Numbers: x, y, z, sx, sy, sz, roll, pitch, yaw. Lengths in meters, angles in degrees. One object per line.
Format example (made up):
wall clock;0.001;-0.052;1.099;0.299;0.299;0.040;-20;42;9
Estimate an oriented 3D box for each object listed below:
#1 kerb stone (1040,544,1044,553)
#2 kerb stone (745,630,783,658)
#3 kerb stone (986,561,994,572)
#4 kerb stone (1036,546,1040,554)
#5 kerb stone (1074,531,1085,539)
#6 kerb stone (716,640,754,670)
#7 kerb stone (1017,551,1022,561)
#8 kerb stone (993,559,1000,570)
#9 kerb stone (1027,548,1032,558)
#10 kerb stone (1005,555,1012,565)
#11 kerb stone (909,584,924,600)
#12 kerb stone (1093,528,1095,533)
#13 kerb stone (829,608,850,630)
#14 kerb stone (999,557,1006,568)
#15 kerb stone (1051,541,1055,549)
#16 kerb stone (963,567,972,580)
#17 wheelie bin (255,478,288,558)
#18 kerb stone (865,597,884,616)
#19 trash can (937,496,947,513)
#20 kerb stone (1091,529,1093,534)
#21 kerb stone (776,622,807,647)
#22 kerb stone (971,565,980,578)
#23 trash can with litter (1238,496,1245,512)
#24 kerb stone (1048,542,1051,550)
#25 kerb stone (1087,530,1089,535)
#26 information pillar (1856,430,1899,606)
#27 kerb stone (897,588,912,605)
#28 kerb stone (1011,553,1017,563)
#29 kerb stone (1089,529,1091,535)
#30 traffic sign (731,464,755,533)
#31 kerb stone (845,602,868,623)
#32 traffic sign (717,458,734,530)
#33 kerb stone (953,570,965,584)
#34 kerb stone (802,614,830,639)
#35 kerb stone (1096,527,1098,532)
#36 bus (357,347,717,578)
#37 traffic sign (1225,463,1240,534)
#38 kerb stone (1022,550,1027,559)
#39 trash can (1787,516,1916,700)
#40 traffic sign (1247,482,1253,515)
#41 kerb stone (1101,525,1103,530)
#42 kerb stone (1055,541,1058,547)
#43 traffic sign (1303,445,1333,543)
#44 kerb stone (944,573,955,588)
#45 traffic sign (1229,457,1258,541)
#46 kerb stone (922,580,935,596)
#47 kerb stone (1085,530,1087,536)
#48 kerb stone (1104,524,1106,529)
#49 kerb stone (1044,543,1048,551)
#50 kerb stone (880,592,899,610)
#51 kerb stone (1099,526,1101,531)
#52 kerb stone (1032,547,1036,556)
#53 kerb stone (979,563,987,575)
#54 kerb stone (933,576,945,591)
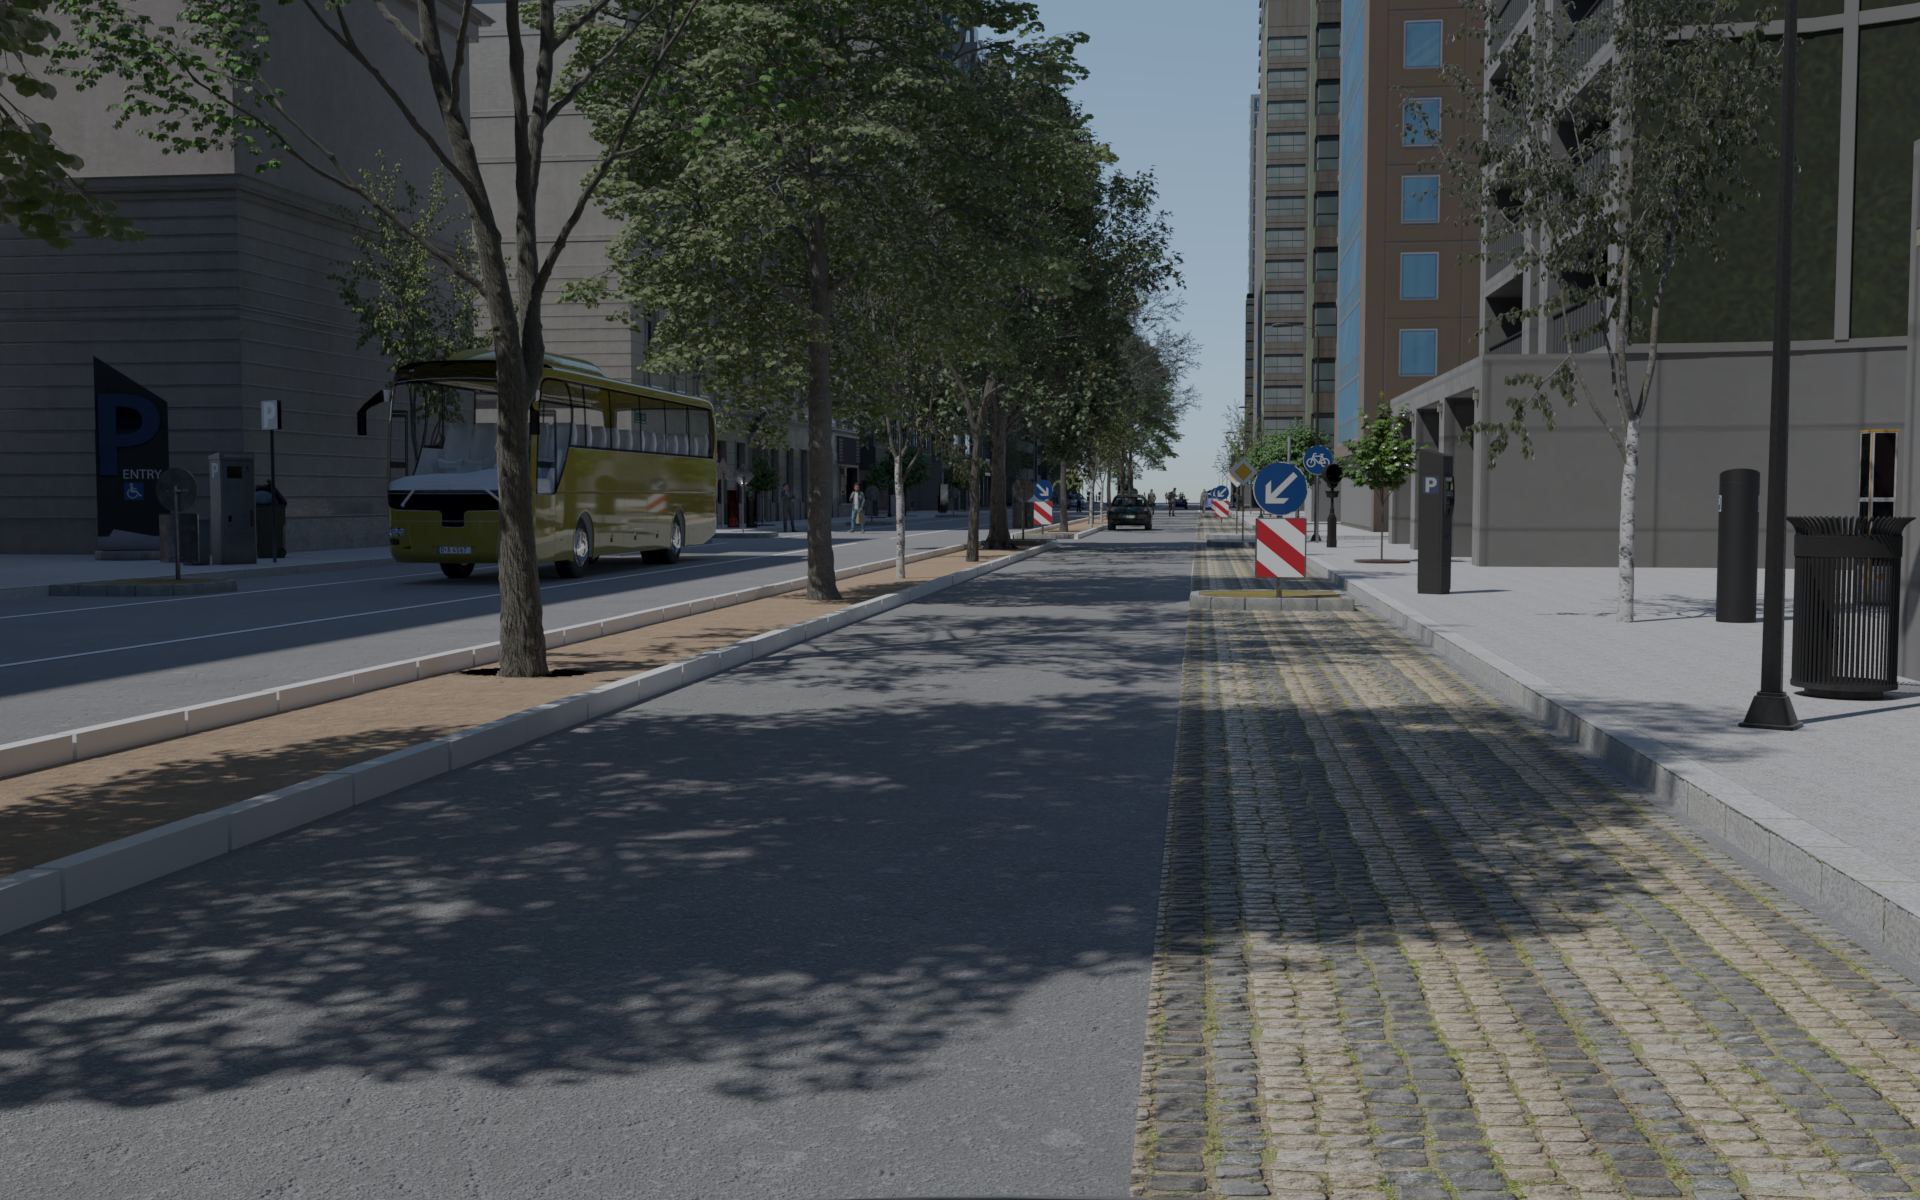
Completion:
kerb stone;1.872;-1.212;42.012;0.120;0.150;1.000;0;4;8
kerb stone;-1.792;0.405;15.571;0.120;0.150;1.000;0;4;8
kerb stone;0.453;-0.590;31.836;0.120;0.150;1.000;0;4;8
kerb stone;1.733;-1.150;40.995;0.120;0.150;1.000;0;4;8
kerb stone;3.916;-2.113;56.747;0.120;0.150;1.000;0;4;8
kerb stone;-1.936;0.472;14.559;0.120;0.150;1.000;0;4;8
kerb stone;1.166;-0.901;36.928;0.120;0.150;1.000;0;4;8
kerb stone;0.600;-0.652;32.856;0.120;0.150;1.000;0;4;8
kerb stone;1.452;-1.025;38.963;0.120;0.150;1.000;0;4;8
kerb stone;0.876;-0.773;34.896;0.120;0.150;1.000;0;4;8
kerb stone;-0.662;-0.087;23.708;0.120;0.150;1.000;0;4;8
kerb stone;4.623;-2.424;61.829;0.120;0.150;1.000;0;4;8
kerb stone;-1.368;0.227;18.624;0.120;0.150;1.000;0;4;8
kerb stone;0.742;-0.709;33.873;0.120;0.150;1.000;0;4;8
kerb stone;2.294;-1.391;45.051;0.120;0.150;1.000;0;4;8
kerb stone;0.038;-0.404;28.795;0.120;0.150;1.000;0;4;8
wheelie bin;-13.859;-1.642;34.749;0.693;1.594;0.980;-2;4;-23
kerb stone;-1.085;0.096;20.656;0.120;0.150;1.000;0;4;8
trash can;-1.229;-6.568;119.035;0.748;1.137;0.748;0;3;0
kerb stone;4.481;-2.362;60.807;0.120;0.150;1.000;0;4;8
kerb stone;-1.656;0.343;16.584;0.120;0.150;1.000;0;4;8
kerb stone;0.174;-0.466;29.809;0.120;0.150;1.000;0;4;8
trash can with litter;20.771;-7.109;127.619;0.624;1.170;1.055;-1;4;-10
kerb stone;2.152;-1.333;44.038;0.120;0.150;1.000;0;4;8
kerb stone;4.189;-2.237;58.775;0.120;0.150;1.000;0;4;8
information pillar;10.551;-0.944;19.932;0.304;2.012;0.304;0;4;3
kerb stone;-0.805;-0.025;22.695;0.120;0.150;1.000;0;4;8
kerb stone;1.026;-0.838;35.916;0.120;0.150;1.000;0;4;8
kerb stone;4.332;-2.299;59.787;0.120;0.150;1.000;0;4;8
traffic sign;-7.204;-3.293;57.489;0.795;2.450;0.064;0;4;8
kerb stone;-1.226;0.156;19.642;0.120;0.150;1.000;0;4;8
traffic sign;-8.535;-3.808;62.266;0.884;2.594;0.081;1;4;16
kerb stone;-0.094;-0.342;27.782;0.120;0.150;1.000;0;4;8
kerb stone;-1.511;0.282;17.608;0.120;0.150;1.000;0;4;8
kerb stone;4.902;-2.548;63.859;0.120;0.150;1.000;0;4;8
bus;-7.297;-2.522;32.781;2.896;3.916;12.252;0;4;6
traffic sign;8.835;-3.157;55.254;0.795;2.450;0.064;0;4;8
kerb stone;1.305;-0.963;37.951;0.120;0.150;1.000;0;4;8
trash can;5.609;0.042;10.967;0.748;1.137;0.748;0;3;0
traffic sign;18.217;-6.626;108.444;0.768;2.556;0.104;1;4;17
kerb stone;5.328;-2.733;66.899;0.120;0.150;1.000;0;4;8
kerb stone;2.435;-1.460;46.073;0.120;0.150;1.000;0;4;8
traffic sign;9.365;-2.767;45.346;0.768;2.556;0.104;1;4;15
kerb stone;-0.249;-0.280;26.767;0.120;0.150;1.000;0;4;8
traffic sign;7.739;-2.673;47.344;0.795;2.450;0.064;0;4;8
kerb stone;-0.522;-0.147;24.735;0.120;0.150;1.000;0;4;8
kerb stone;4.049;-2.171;57.763;0.120;0.150;1.000;0;4;8
kerb stone;5.605;-2.857;68.932;0.120;0.150;1.000;0;4;8
kerb stone;2.014;-1.269;43.025;0.120;0.150;1.000;0;4;8
kerb stone;-0.941;0.032;21.677;0.120;0.150;1.000;0;4;8
kerb stone;5.177;-2.672;65.888;0.120;0.150;1.000;0;4;8
kerb stone;1.588;-1.087;39.976;0.120;0.150;1.000;0;4;8
kerb stone;0.320;-0.528;30.821;0.120;0.150;1.000;0;4;8
kerb stone;-0.389;-0.214;25.748;0.120;0.150;1.000;0;4;8
